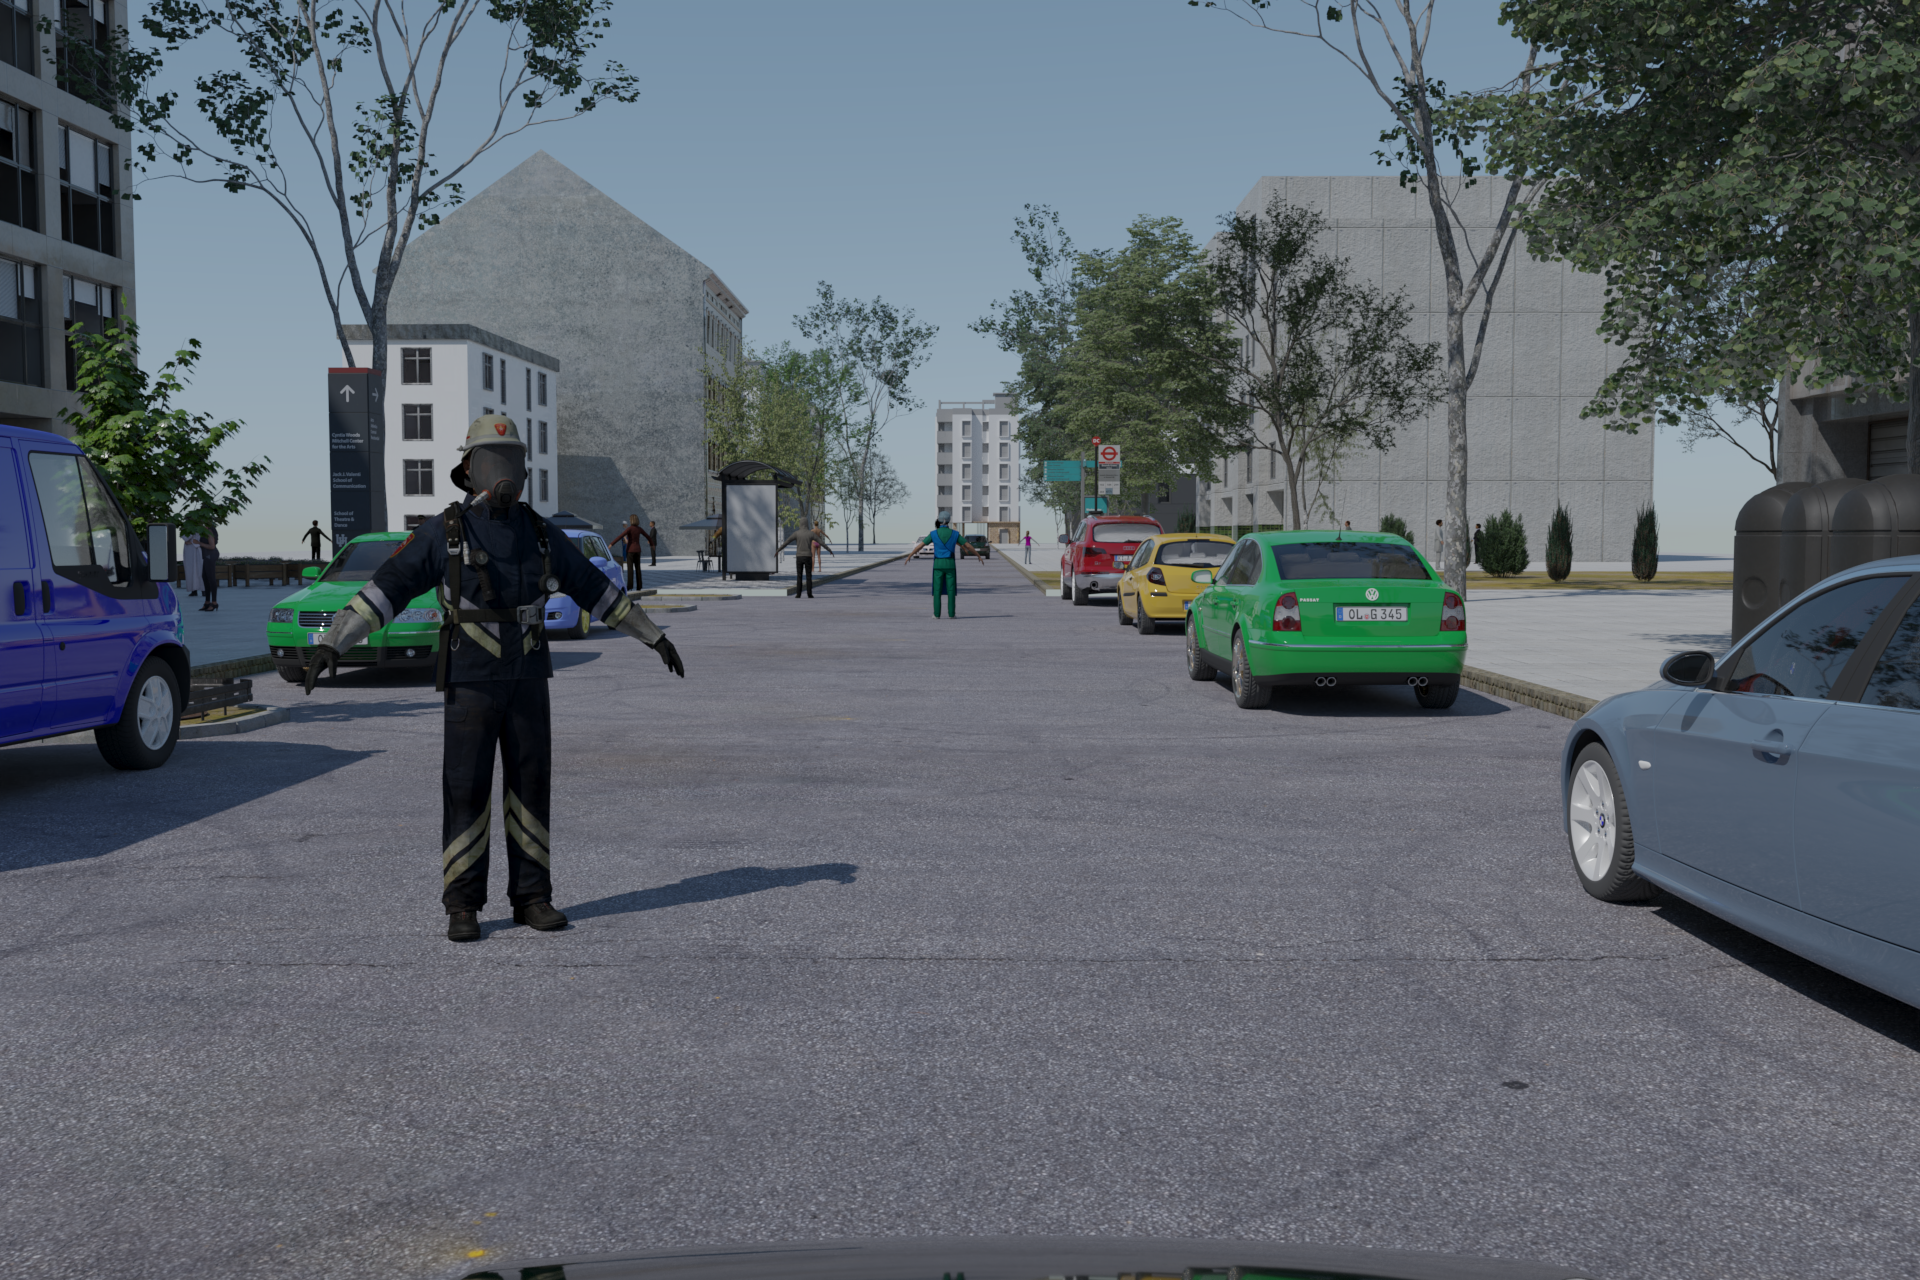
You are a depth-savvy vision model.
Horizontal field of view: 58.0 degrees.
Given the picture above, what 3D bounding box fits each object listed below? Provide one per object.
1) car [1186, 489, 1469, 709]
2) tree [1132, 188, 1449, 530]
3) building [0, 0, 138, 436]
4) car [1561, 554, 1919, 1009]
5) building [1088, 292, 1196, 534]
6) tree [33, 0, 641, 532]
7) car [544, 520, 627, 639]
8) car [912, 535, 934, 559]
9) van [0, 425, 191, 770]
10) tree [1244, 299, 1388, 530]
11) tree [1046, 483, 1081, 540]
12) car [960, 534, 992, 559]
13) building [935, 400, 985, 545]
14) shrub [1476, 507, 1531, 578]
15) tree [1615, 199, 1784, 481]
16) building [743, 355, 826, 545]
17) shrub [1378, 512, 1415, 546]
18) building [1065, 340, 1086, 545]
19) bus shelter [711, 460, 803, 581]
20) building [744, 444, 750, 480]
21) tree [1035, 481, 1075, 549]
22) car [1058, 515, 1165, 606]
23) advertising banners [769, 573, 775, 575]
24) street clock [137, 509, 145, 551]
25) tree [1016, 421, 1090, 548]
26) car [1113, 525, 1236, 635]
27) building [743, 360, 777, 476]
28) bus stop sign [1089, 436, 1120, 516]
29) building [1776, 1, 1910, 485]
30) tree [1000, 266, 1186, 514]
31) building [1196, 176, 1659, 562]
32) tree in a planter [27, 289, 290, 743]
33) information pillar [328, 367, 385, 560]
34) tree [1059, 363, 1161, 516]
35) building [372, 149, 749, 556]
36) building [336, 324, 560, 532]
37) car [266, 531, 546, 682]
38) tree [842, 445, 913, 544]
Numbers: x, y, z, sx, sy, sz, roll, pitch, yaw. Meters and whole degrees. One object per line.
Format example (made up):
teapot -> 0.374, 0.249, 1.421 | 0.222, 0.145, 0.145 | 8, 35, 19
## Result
car -> 3.146, -0.415, 15.580 | 1.959, 1.807, 4.718 | 0, 4, -1
tree -> 9.027, -6.836, 46.183 | 8.767, 10.594, 7.601 | 0, 4, -4
building -> -31.884, -13.823, 29.202 | 19.351, 26.588, 34.151 | 0, 4, 1
car -> 3.349, 0.410, 5.302 | 2.014, 1.417, 4.499 | 0, 4, 0
building -> 25.613, -19.486, 162.569 | 27.936, 21.610, 32.646 | 0, 4, 1
tree -> -12.577, -11.081, 37.059 | 12.611, 20.169, 13.585 | 0, 3, 0
car -> -5.912, -0.926, 24.724 | 1.945, 1.707, 3.694 | 0, 4, 1
car -> -1.805, -5.538, 102.910 | 2.083, 1.381, 4.827 | 0, 4, 1
van -> -5.841, -0.271, 8.809 | 2.240, 2.365, 5.245 | 0, 4, 1
tree -> 10.501, -6.311, 53.543 | 4.360, 8.622, 3.978 | 0, 3, 0
tree -> 7.553, -10.180, 116.806 | 4.360, 8.622, 3.978 | 0, 3, 0
car -> 0.856, -5.488, 99.511 | 2.009, 1.686, 4.222 | 0, 3, 0
building -> -3.006, -23.028, 235.382 | 11.380, 20.090, 16.016 | 0, 4, -2
shrub -> 15.977, -2.867, 50.917 | 1.661, 2.075, 1.752 | 0, 3, 0
tree -> 25.368, -8.715, 52.867 | 12.009, 13.543, 11.850 | 0, 3, 0
building -> -26.619, -23.294, 211.781 | 19.493, 23.208, 18.063 | 0, 4, 1
shrub -> 14.404, -3.266, 57.826 | 1.690, 2.028, 1.600 | 0, 3, 0
building -> 25.926, -21.707, 198.890 | 27.936, 21.610, 32.646 | 0, 4, 1
bus shelter -> -5.781, -3.433, 50.058 | 2.014, 3.302, 5.546 | 0, 3, 0
building -> -24.078, -13.619, 164.820 | 9.099, 9.664, 28.070 | 0, 3, 0
tree -> 8.307, -11.931, 145.432 | 4.360, 8.622, 3.978 | 0, 3, 0
car -> 3.243, -1.683, 36.183 | 2.281, 1.827, 5.304 | 0, 4, -1
advertising banners -> -5.980, -3.609, 55.195 | 0.090, 3.025, 2.074 | 0, 4, 2
street clock -> -9.558, -0.958, 20.241 | 0.358, 2.002, 0.471 | 0, 4, 0
tree -> 7.644, -11.852, 128.199 | 7.601, 10.594, 8.767 | 0, 4, 1
car -> 3.366, -0.969, 26.072 | 2.015, 1.641, 3.980 | 0, 4, -1
building -> -26.316, -20.367, 189.414 | 16.016, 20.090, 11.380 | 0, 4, 0
bus stop sign -> 3.942, -3.591, 47.411 | 0.855, 3.939, 0.416 | 0, 4, -1
building -> 25.965, -13.140, 32.100 | 12.078, 24.872, 19.932 | 0, 4, 1
tree -> 6.698, -10.833, 83.771 | 9.857, 13.997, 8.962 | 0, 3, 0
building -> 23.315, -13.933, 94.258 | 16.747, 18.905, 31.486 | 0, 4, 0
tree in a planter -> -6.159, -0.951, 12.770 | 1.991, 3.239, 1.994 | 0, 4, 1
information pillar -> -9.474, -2.316, 27.238 | 0.750, 3.857, 0.750 | 0, 4, 1
tree -> 6.808, -7.421, 71.702 | 4.360, 8.622, 3.978 | 0, 3, 0
building -> -23.959, -16.977, 108.499 | 19.493, 23.208, 18.063 | 0, 4, 0
building -> -23.773, -8.642, 83.439 | 9.099, 9.664, 28.070 | 0, 4, 1
car -> -5.670, -0.573, 18.164 | 1.959, 1.807, 4.718 | 0, 4, 1
tree -> -11.584, -19.586, 230.602 | 12.009, 13.543, 11.850 | 0, 3, 0
